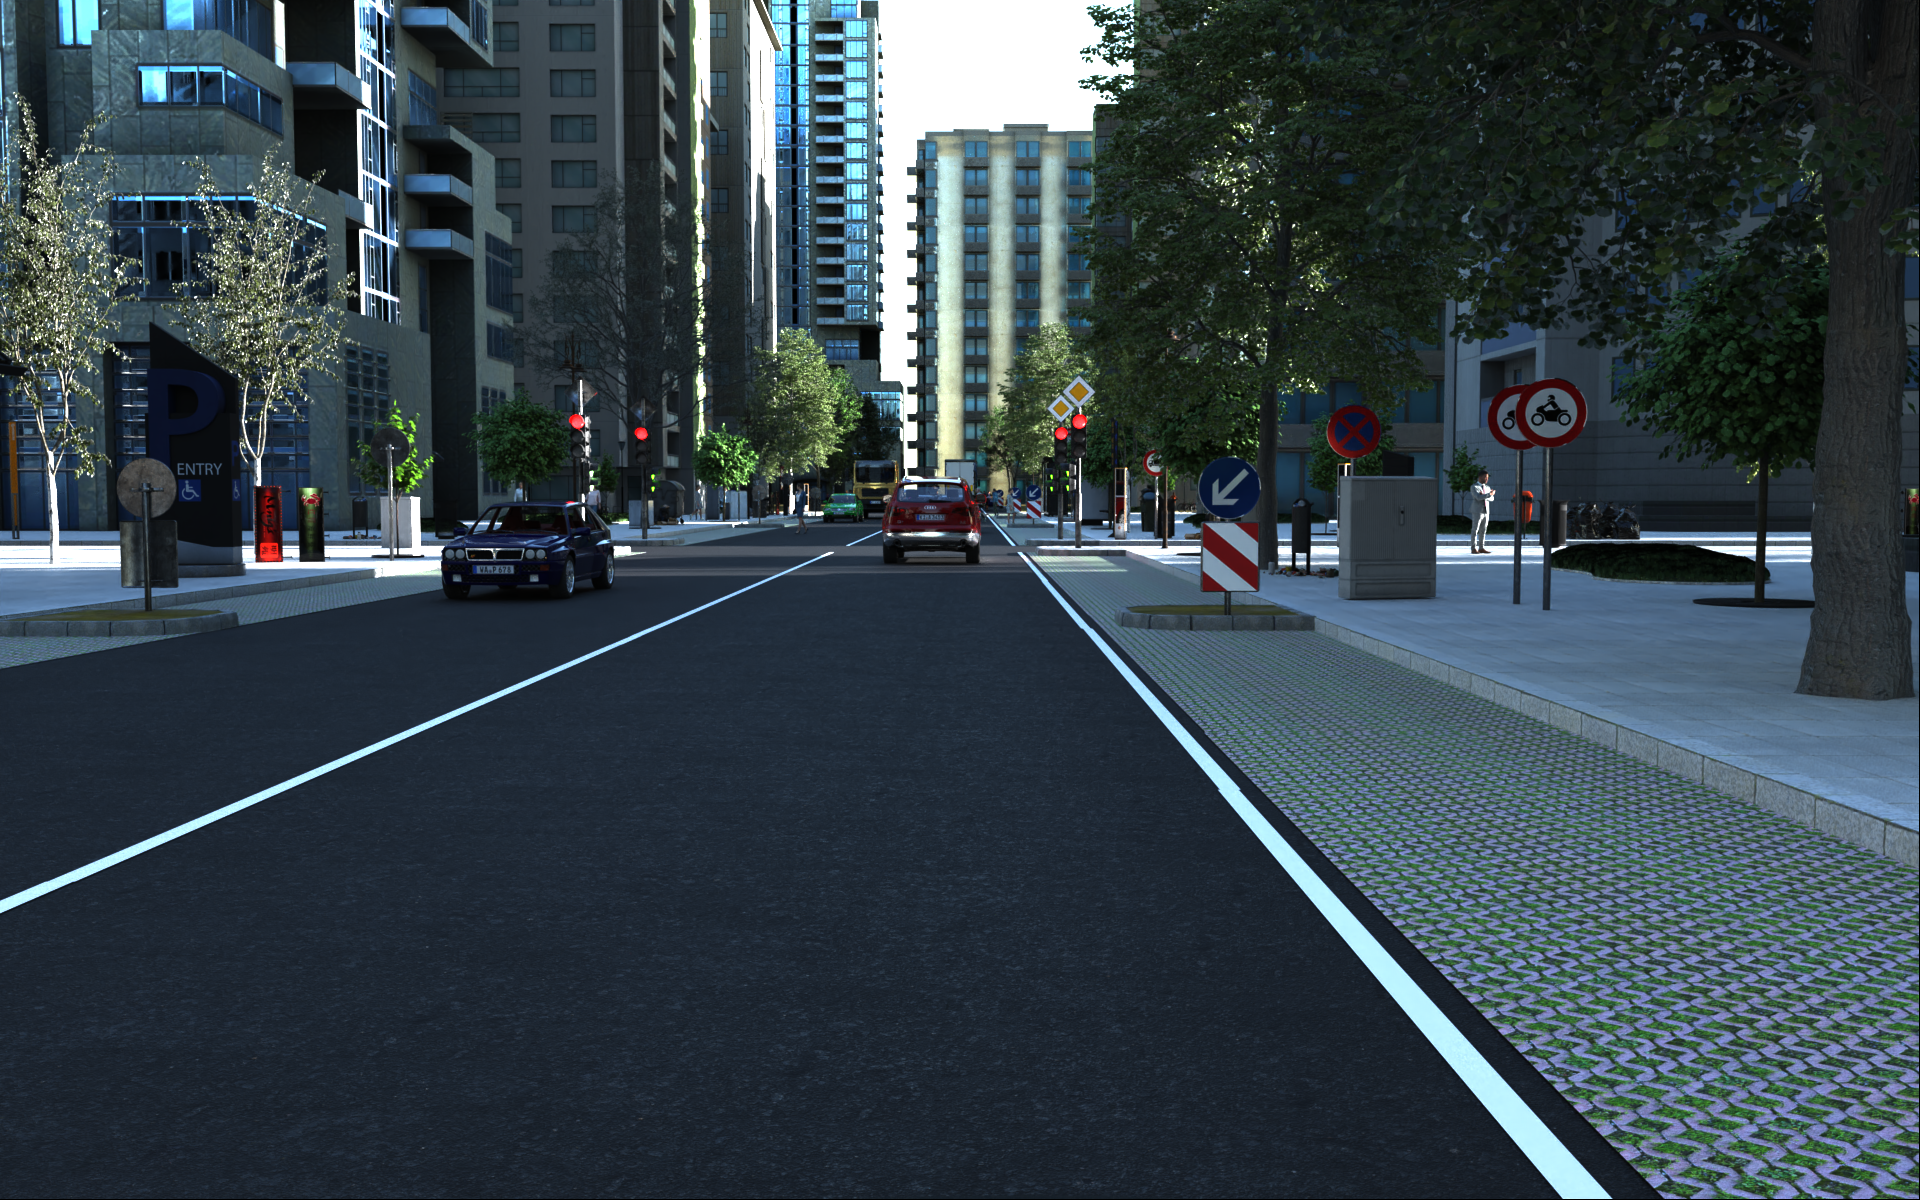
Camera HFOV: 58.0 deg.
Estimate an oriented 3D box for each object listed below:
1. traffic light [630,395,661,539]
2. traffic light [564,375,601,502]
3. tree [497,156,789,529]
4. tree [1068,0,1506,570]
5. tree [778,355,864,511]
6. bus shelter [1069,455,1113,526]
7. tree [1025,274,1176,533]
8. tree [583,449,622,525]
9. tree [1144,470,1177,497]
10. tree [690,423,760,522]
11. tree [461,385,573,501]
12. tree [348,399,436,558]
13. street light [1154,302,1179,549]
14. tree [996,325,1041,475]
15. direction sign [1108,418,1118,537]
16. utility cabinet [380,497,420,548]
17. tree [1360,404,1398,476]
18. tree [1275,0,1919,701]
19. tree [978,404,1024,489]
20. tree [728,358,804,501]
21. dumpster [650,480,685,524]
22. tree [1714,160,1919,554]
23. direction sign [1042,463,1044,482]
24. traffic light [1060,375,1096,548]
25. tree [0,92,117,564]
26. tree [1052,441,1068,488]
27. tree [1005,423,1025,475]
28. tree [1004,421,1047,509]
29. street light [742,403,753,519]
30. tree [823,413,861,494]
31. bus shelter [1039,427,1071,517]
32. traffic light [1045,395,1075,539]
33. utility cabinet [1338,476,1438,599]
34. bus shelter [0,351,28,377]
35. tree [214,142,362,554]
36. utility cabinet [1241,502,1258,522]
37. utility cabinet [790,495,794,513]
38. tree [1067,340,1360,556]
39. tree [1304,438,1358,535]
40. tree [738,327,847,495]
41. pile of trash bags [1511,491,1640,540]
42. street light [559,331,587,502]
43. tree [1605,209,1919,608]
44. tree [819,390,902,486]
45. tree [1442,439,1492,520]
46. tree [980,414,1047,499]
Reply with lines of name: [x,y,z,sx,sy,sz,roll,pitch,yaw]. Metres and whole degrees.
traffic light: [-8.932,-3.678,49.049,0.839,4.253,0.868,0,4,0]
traffic light: [-8.971,-3.189,41.064,0.839,4.253,0.868,0,4,0]
tree: [-11.652,-9.370,63.564,12.009,13.543,11.850,0,3,0]
tree: [5.642,-6.792,29.180,7.486,12.596,7.792,0,3,0]
tree: [-10.744,-12.482,129.840,9.928,11.665,9.643,0,3,0]
bus shelter: [5.421,-4.528,67.964,2.014,3.302,5.546,0,4,0]
tree: [5.397,-6.535,57.211,4.737,8.622,4.395,0,3,0]
tree: [-14.976,-4.820,73.405,1.663,3.219,1.824,0,3,0]
tree: [9.598,-5.369,82.380,1.663,3.219,1.824,0,3,0]
tree: [-10.856,-5.862,79.564,4.285,4.588,4.351,0,3,0]
tree: [-13.321,-4.204,52.455,4.285,4.588,4.351,0,3,0]
tree: [-11.311,-2.476,35.089,1.663,3.219,1.824,0,3,0]
street light: [4.832,-4.151,40.649,0.468,5.910,1.993,0,4,0]
tree: [5.878,-12.043,115.023,7.486,12.596,7.792,0,3,0]
direction sign: [4.571,-3.625,51.268,0.379,3.537,0.876,0,4,-6]
utility cabinet: [-13.326,-1.841,41.257,1.020,1.237,0.306,2,4,29]
tree: [13.504,-4.636,59.515,4.285,4.588,4.351,0,3,0]
tree: [5.853,-6.361,10.656,9.857,13.997,8.962,0,3,0]
tree: [5.603,-16.742,199.490,9.928,11.665,9.643,0,3,0]
tree: [-10.806,-8.776,93.858,4.360,8.622,3.978,0,3,0]
dumpster: [-12.490,-4.166,73.878,1.264,1.857,1.865,0,4,0]
tree: [18.231,-5.296,36.956,4.737,8.622,4.395,0,3,0]
direction sign: [5.597,-7.182,109.417,0.876,3.537,0.379,1,4,18]
traffic light: [2.790,-3.187,41.023,0.839,4.253,0.868,0,4,0]
tree: [-16.615,-4.944,31.202,4.360,8.622,3.978,0,3,0]
tree: [5.387,-4.846,62.943,4.285,4.588,4.351,0,3,0]
tree: [5.885,-11.496,138.324,4.737,8.622,4.395,0,3,0]
tree: [5.824,-11.925,145.340,4.360,8.622,3.978,0,3,0]
street light: [-10.782,-7.056,88.158,0.468,5.910,1.993,0,4,0]
tree: [-11.322,-12.665,157.429,4.737,8.622,4.395,0,3,0]
bus shelter: [5.783,-7.580,101.562,2.179,5.291,8.768,0,4,0]
traffic light: [2.829,-3.675,49.008,0.839,4.253,0.868,0,4,0]
utility cabinet: [5.234,-0.763,21.160,1.173,1.500,0.318,-1,4,-16]
bus shelter: [-12.729,-1.537,19.060,2.014,3.302,5.546,0,4,0]
tree: [-14.995,-5.295,36.938,4.360,8.622,3.978,0,3,0]
utility cabinet: [5.252,-1.398,31.535,0.318,1.500,1.173,1,4,9]
utility cabinet: [-11.551,-6.491,117.294,0.306,1.237,1.020,1,4,20]
tree: [5.206,-3.213,36.253,4.285,4.588,4.351,0,3,0]
tree: [11.605,-3.645,54.201,1.663,3.219,1.824,0,3,0]
tree: [-11.271,-12.211,117.775,7.486,12.596,7.792,0,3,0]
pile of trash bags: [17.537,-2.433,49.529,3.447,1.369,1.912,0,4,5]
street light: [-10.998,-4.683,49.359,0.468,5.910,1.993,0,4,0]
tree: [9.354,-2.217,19.968,4.285,4.588,4.351,0,3,0]
tree: [-11.072,-16.478,186.414,9.611,12.733,9.660,0,3,0]
tree: [17.880,-4.094,61.541,1.663,3.219,1.824,0,3,0]
tree: [5.916,-15.572,189.021,8.767,10.594,7.601,-3,4,-36]
